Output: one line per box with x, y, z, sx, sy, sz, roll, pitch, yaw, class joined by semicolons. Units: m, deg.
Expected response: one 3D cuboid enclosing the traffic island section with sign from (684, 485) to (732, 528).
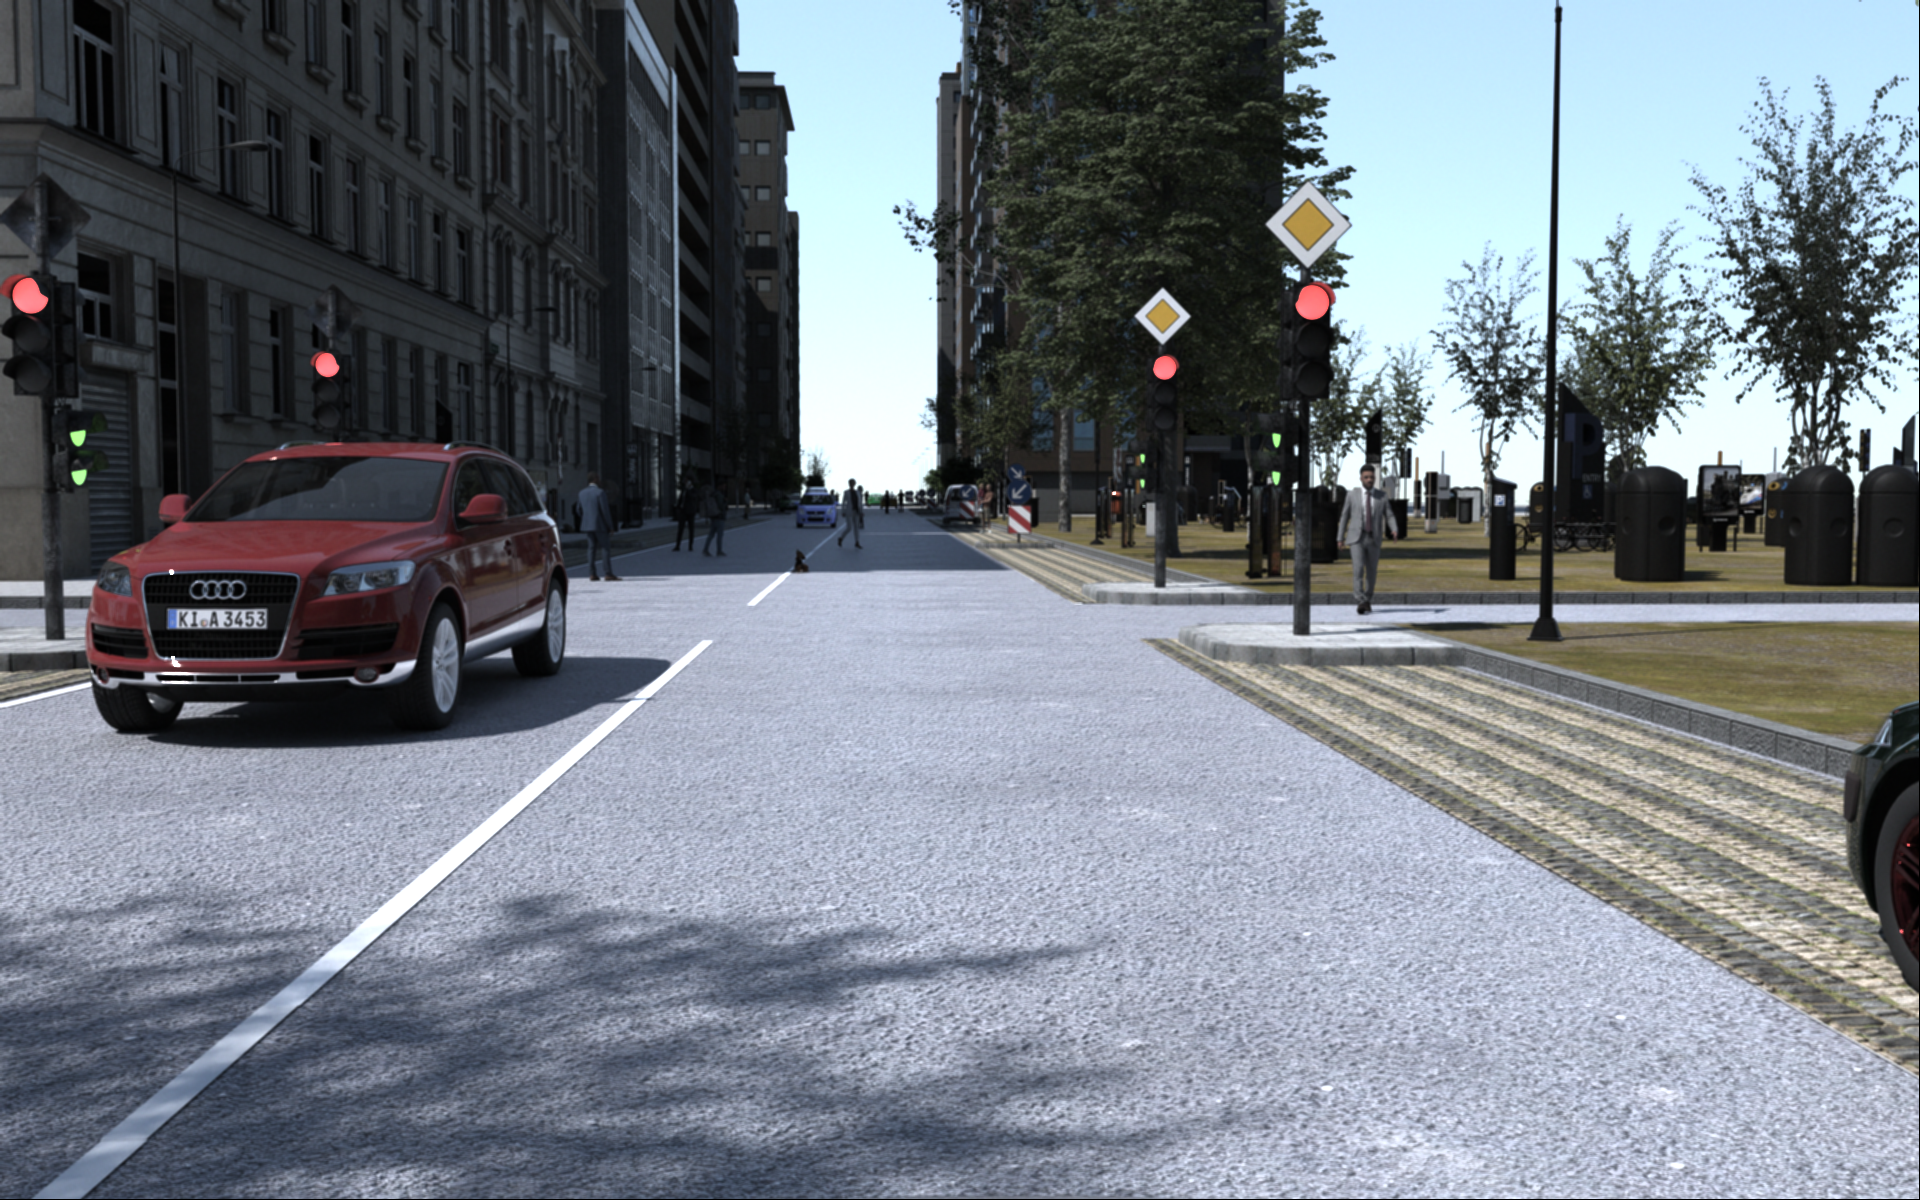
-10.654;-3.941;73.062;1.989;1.847;2.006;0;4;-3;traffic island section with sign

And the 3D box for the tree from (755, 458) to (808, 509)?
-16.675;-10.438;154.380;4.285;4.588;4.351;0;3;0;tree

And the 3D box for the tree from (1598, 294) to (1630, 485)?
23.839;-6.809;61.692;4.360;8.622;3.978;0;3;0;tree

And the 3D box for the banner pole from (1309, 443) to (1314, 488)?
16.992;-5.768;84.321;0.401;3.779;0.863;-3;4;-37;banner pole

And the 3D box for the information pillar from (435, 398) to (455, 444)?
-12.516;-3.105;42.125;0.504;3.616;0.183;1;4;20;information pillar

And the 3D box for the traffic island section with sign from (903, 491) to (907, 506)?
-5.954;-12.081;206.154;1.989;1.847;2.006;0;4;-3;traffic island section with sign

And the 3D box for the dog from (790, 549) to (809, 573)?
-3.001;-0.709;31.781;0.550;0.427;0.748;2;4;26;dog

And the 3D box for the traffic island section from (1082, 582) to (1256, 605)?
2.767;-0.090;23.759;2.009;0.180;2.903;0;4;-3;traffic island section

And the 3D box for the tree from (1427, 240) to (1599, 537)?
15.891;-6.166;51.170;4.360;8.622;3.978;0;3;0;tree

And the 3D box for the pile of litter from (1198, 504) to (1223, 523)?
11.390;-3.855;76.997;1.719;0.858;1.176;0;4;-4;pile of litter

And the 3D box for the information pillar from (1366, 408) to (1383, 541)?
11.263;-3.410;47.112;0.183;3.616;0.504;-3;5;-42;information pillar

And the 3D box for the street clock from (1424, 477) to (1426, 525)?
19.498;-4.137;72.206;0.358;2.002;0.471;0;4;-1;street clock

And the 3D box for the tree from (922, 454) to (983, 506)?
0.039;-8.784;127.325;4.285;4.588;4.351;0;3;0;tree

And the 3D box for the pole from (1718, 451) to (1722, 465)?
35.890;-5.384;81.866;0.158;3.312;0.155;0;3;0;pole

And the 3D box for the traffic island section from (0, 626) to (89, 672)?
-7.996;0.428;15.277;2.009;0.180;2.903;0;4;-3;traffic island section

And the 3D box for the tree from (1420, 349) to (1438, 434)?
20.561;-8.022;81.519;4.737;8.622;4.395;0;3;0;tree

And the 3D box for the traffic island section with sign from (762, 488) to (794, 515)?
-12.900;-6.912;121.639;1.989;1.847;2.006;0;4;-3;traffic island section with sign

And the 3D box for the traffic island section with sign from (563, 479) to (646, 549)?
-9.427;-2.294;46.134;1.989;1.847;2.006;0;4;-3;traffic island section with sign

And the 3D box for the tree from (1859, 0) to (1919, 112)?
6.539;-3.636;9.810;4.737;8.622;4.395;0;3;0;tree

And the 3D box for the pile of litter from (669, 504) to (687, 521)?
-13.177;-4.158;81.954;1.176;0.858;1.719;-1;4;-12;pile of litter

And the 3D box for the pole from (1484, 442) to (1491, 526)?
20.865;-4.565;68.480;0.158;3.312;0.155;0;3;0;pole

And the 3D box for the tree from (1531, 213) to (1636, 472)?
18.086;-5.858;46.137;4.737;8.622;4.395;0;3;0;tree

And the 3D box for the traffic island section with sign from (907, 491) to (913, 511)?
-3.406;-8.685;150.621;1.989;1.847;2.006;0;4;-3;traffic island section with sign

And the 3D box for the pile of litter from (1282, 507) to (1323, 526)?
13.901;-3.441;70.223;1.176;0.858;1.719;-2;4;-31;pile of litter

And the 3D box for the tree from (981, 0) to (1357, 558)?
4.100;-7.108;34.350;7.486;12.596;7.792;0;3;0;tree

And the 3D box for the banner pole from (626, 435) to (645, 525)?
-13.641;-5.072;72.944;0.863;3.779;0.401;-1;4;-20;banner pole

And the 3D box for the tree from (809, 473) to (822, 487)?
-17.984;-12.377;186.076;4.285;4.588;4.351;0;3;0;tree

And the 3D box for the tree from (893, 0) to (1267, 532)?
4.105;-12.450;59.443;12.611;20.169;13.585;0;3;0;tree

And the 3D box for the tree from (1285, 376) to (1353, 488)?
19.862;-8.877;95.505;4.360;8.622;3.978;0;3;0;tree

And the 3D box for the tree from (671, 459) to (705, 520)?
-13.478;-5.658;87.110;1.663;3.219;1.824;0;3;0;tree

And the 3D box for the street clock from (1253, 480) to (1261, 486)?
15.442;-5.258;90.542;0.471;2.002;0.358;3;5;41;street clock

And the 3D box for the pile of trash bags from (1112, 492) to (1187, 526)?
7.739;-3.772;71.429;3.447;1.369;1.912;2;4;26;pile of trash bags

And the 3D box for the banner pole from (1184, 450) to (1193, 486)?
12.925;-6.585;97.685;0.401;3.779;0.863;-2;4;-34;banner pole

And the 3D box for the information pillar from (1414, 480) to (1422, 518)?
24.167;-5.319;91.465;0.304;2.012;0.304;0;4;-8;information pillar

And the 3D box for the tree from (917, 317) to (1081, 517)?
1.914;-9.640;92.032;8.767;10.594;7.601;-1;4;-13;tree

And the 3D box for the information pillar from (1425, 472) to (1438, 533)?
15.445;-3.196;56.744;0.304;2.012;0.304;-1;4;-11;information pillar

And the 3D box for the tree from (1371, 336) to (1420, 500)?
16.195;-7.546;73.736;4.737;8.622;4.395;0;3;0;tree

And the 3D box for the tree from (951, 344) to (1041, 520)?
1.962;-8.176;84.048;4.737;8.622;4.395;0;3;0;tree

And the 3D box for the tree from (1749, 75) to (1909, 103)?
14.645;-4.856;29.763;4.360;8.622;3.978;0;3;0;tree

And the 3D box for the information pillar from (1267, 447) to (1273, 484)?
15.320;-5.738;85.164;0.504;3.616;0.183;3;5;42;information pillar

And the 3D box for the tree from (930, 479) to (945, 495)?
-2.092;-11.681;185.585;1.663;3.219;1.824;0;3;0;tree

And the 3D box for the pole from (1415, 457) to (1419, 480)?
25.112;-6.199;95.203;0.158;3.312;0.155;0;3;0;pole

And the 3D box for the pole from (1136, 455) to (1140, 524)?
7.619;-4.904;74.028;0.158;3.312;0.155;0;3;0;pole

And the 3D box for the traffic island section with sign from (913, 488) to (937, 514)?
-2.164;-7.032;123.596;1.989;1.847;2.006;0;4;-3;traffic island section with sign

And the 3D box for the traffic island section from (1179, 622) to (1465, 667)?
3.134;0.397;15.783;2.009;0.180;2.903;0;4;-3;traffic island section

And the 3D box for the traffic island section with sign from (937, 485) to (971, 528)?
0.149;-3.959;73.361;1.989;1.847;2.006;0;4;-3;traffic island section with sign

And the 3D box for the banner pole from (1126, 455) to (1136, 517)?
9.732;-6.586;97.697;0.863;3.779;0.401;0;4;-5;banner pole

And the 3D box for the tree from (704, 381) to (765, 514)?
-14.447;-9.883;111.947;4.360;8.622;3.978;0;3;0;tree

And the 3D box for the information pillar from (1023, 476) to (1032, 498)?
2.788;-4.124;71.912;0.304;2.012;0.304;-1;4;-19;information pillar

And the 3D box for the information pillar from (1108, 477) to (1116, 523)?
6.686;-4.377;76.057;0.304;2.012;0.304;0;4;-7;information pillar

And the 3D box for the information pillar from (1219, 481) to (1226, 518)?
14.309;-5.504;94.478;0.304;2.012;0.304;2;4;34;information pillar

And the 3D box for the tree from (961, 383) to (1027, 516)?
2.056;-9.325;102.829;4.360;8.622;3.978;0;3;0;tree

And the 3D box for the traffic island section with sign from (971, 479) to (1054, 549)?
1.410;-2.290;46.076;1.989;1.847;2.006;0;4;-3;traffic island section with sign

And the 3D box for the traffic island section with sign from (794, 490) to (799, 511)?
-14.165;-8.595;149.161;1.989;1.847;2.006;0;4;-3;traffic island section with sign

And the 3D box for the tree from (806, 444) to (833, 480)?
-21.270;-18.784;257.476;4.360;8.622;3.978;0;3;0;tree

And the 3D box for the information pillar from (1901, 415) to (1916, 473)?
28.060;-3.666;51.288;0.504;3.616;0.183;-2;4;-27;information pillar

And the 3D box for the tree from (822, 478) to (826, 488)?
-20.815;-16.182;248.295;4.285;4.588;4.351;0;3;0;tree

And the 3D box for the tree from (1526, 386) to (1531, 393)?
25.922;-7.443;72.062;4.737;8.622;4.395;0;3;0;tree

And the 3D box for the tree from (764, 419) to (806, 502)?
-17.364;-13.359;168.786;4.737;8.622;4.395;0;3;0;tree

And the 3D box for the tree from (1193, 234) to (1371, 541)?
8.142;-5.905;46.905;4.737;8.622;4.395;0;3;0;tree
